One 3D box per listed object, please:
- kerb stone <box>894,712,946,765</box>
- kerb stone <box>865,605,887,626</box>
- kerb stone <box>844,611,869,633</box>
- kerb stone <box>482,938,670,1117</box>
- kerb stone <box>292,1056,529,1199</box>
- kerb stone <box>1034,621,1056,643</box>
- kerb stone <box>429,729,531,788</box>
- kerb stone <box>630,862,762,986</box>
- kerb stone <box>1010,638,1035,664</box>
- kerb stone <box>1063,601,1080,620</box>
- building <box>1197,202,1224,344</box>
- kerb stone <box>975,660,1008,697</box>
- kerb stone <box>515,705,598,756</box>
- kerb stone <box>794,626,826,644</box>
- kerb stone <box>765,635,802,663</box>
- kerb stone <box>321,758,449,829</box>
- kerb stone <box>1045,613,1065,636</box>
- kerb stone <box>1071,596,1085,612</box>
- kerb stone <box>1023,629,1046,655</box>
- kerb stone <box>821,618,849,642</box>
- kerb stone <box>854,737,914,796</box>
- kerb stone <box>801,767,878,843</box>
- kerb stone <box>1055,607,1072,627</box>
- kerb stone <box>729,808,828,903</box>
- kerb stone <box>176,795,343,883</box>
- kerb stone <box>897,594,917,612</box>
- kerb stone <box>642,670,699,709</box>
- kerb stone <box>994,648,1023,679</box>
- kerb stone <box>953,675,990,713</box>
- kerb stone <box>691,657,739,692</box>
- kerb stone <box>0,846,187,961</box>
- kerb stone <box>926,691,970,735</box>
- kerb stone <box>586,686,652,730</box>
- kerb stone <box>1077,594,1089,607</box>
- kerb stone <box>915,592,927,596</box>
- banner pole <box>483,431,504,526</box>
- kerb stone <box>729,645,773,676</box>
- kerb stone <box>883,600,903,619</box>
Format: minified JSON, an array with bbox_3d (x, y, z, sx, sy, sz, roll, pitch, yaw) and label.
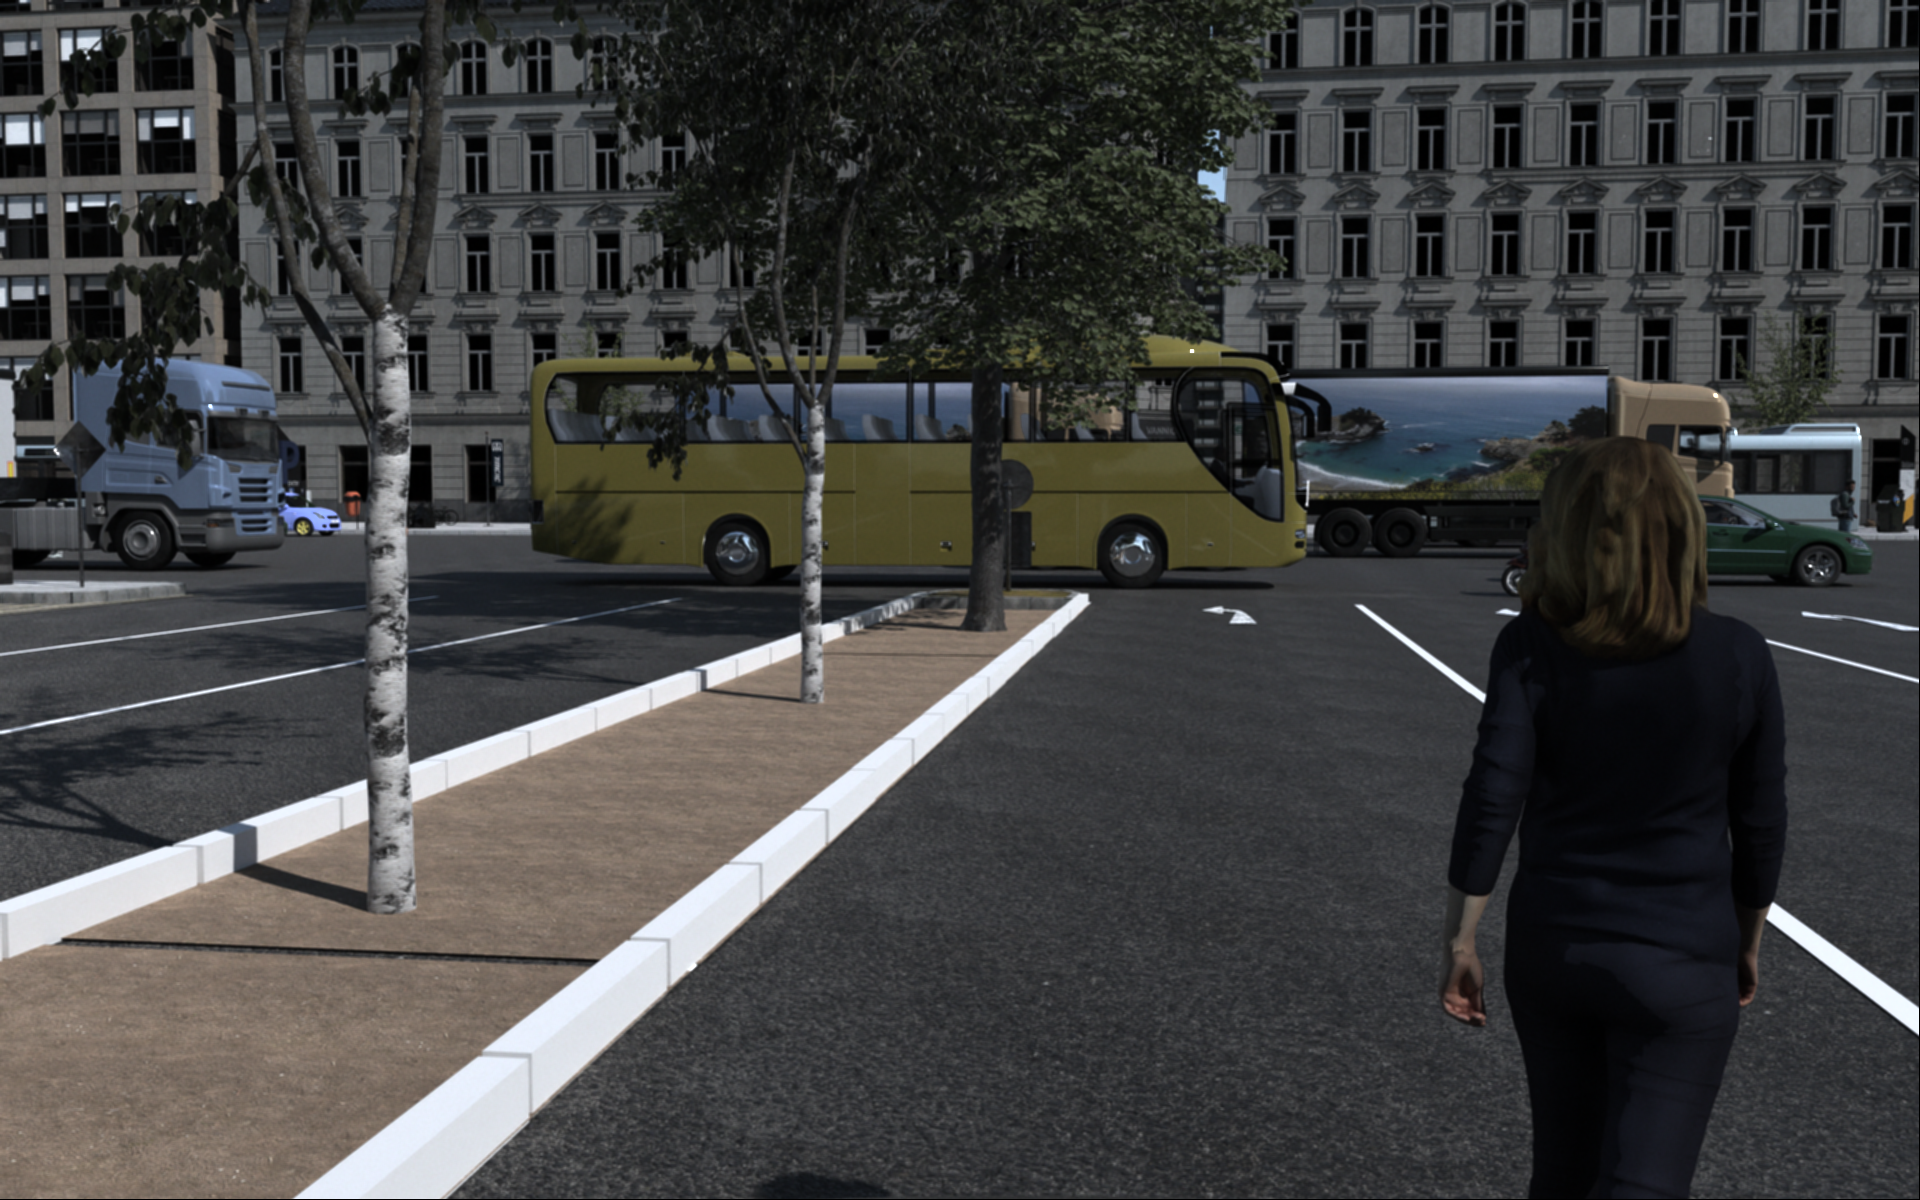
[{"bbox_3d":[-0.228,0.772,9.603,0.120,0.150,1.000,1,4,8],"label":"kerb stone"},{"bbox_3d":[-0.986,0.192,19.072,0.120,0.150,1.000,1,4,8],"label":"kerb stone"},{"bbox_3d":[-1.134,0.254,18.053,0.120,0.150,1.000,1,4,8],"label":"kerb stone"},{"bbox_3d":[-0.970,1.084,4.479,0.120,0.150,1.000,1,4,8],"label":"kerb stone"},{"bbox_3d":[-1.113,1.148,3.461,0.120,0.150,1.000,1,4,8],"label":"kerb stone"},{"bbox_3d":[0.794,0.336,16.730,0.120,0.150,1.000,1,4,8],"label":"kerb stone"},{"bbox_3d":[-2.463,0.815,8.863,0.120,0.150,1.000,1,4,8],"label":"kerb stone"},{"bbox_3d":[-0.824,1.021,5.505,0.120,0.150,1.000,1,4,8],"label":"kerb stone"},{"bbox_3d":[0.503,0.465,14.694,0.120,0.150,1.000,1,4,8],"label":"kerb stone"},{"bbox_3d":[1.243,0.147,19.789,0.120,0.150,1.000,1,4,8],"label":"kerb stone"},{"bbox_3d":[34.819,-33.794,236.130,14.086,41.232,14.154,1,4,8],"label":"building"},{"bbox_3d":[0.217,0.583,12.658,0.120,0.150,1.000,1,4,8],"label":"kerb stone"},{"bbox_3d":[-2.315,0.753,9.887,0.120,0.150,1.000,1,4,8],"label":"kerb stone"},{"bbox_3d":[-1.428,0.379,16.013,0.120,0.150,1.000,1,4,8],"label":"kerb stone"},{"bbox_3d":[-1.566,0.440,14.994,0.120,0.150,1.000,1,4,8],"label":"kerb stone"},{"bbox_3d":[-2.603,0.878,7.845,0.120,0.150,1.000,1,4,8],"label":"kerb stone"},{"bbox_3d":[0.949,0.272,17.754,0.120,0.150,1.000,1,4,8],"label":"kerb stone"},{"bbox_3d":[1.381,0.086,20.807,0.120,0.150,1.000,1,4,8],"label":"kerb stone"},{"bbox_3d":[0.651,0.398,15.710,0.120,0.150,1.000,1,4,8],"label":"kerb stone"},{"bbox_3d":[-1.281,0.316,17.031,0.120,0.150,1.000,1,4,8],"label":"kerb stone"},{"bbox_3d":[-0.382,0.835,8.587,0.120,0.150,1.000,1,4,8],"label":"kerb stone"},{"bbox_3d":[-0.523,0.895,7.559,0.120,0.150,1.000,1,4,8],"label":"kerb stone"},{"bbox_3d":[1.087,0.209,18.773,0.120,0.150,1.000,1,4,8],"label":"kerb stone"},{"bbox_3d":[-0.676,0.958,6.530,0.120,0.150,1.000,1,4,8],"label":"kerb stone"},{"bbox_3d":[-2.750,0.940,6.827,0.120,0.150,1.000,1,4,8],"label":"kerb stone"},{"bbox_3d":[-0.694,0.066,21.116,0.120,0.150,1.000,1,4,8],"label":"kerb stone"},{"bbox_3d":[-2.021,0.628,11.933,0.120,0.150,1.000,1,4,8],"label":"kerb stone"},{"bbox_3d":[0.361,0.521,13.676,0.120,0.150,1.000,1,4,8],"label":"kerb stone"},{"bbox_3d":[0.063,0.646,11.641,0.120,0.150,1.000,1,4,8],"label":"kerb stone"},{"bbox_3d":[-1.866,0.566,12.950,0.120,0.150,1.000,1,4,8],"label":"kerb stone"},{"bbox_3d":[-2.903,1.002,5.807,0.120,0.150,1.000,1,4,8],"label":"kerb stone"},{"bbox_3d":[-0.084,0.708,10.621,0.120,0.150,1.000,1,4,8],"label":"kerb stone"},{"bbox_3d":[-2.171,0.690,10.908,0.120,0.150,1.000,1,4,8],"label":"kerb stone"},{"bbox_3d":[1.525,0.022,21.829,0.120,0.150,1.000,1,4,8],"label":"kerb stone"},{"bbox_3d":[-0.556,0.004,22.135,0.120,0.150,1.000,1,4,8],"label":"kerb stone"},{"bbox_3d":[-18.634,-4.842,69.176,0.863,3.779,0.401,-1,4,-23],"label":"banner pole"},{"bbox_3d":[-1.717,0.503,13.976,0.120,0.150,1.000,1,4,8],"label":"kerb stone"},{"bbox_3d":[-0.842,0.131,20.090,0.120,0.150,1.000,1,4,8],"label":"kerb stone"}]
